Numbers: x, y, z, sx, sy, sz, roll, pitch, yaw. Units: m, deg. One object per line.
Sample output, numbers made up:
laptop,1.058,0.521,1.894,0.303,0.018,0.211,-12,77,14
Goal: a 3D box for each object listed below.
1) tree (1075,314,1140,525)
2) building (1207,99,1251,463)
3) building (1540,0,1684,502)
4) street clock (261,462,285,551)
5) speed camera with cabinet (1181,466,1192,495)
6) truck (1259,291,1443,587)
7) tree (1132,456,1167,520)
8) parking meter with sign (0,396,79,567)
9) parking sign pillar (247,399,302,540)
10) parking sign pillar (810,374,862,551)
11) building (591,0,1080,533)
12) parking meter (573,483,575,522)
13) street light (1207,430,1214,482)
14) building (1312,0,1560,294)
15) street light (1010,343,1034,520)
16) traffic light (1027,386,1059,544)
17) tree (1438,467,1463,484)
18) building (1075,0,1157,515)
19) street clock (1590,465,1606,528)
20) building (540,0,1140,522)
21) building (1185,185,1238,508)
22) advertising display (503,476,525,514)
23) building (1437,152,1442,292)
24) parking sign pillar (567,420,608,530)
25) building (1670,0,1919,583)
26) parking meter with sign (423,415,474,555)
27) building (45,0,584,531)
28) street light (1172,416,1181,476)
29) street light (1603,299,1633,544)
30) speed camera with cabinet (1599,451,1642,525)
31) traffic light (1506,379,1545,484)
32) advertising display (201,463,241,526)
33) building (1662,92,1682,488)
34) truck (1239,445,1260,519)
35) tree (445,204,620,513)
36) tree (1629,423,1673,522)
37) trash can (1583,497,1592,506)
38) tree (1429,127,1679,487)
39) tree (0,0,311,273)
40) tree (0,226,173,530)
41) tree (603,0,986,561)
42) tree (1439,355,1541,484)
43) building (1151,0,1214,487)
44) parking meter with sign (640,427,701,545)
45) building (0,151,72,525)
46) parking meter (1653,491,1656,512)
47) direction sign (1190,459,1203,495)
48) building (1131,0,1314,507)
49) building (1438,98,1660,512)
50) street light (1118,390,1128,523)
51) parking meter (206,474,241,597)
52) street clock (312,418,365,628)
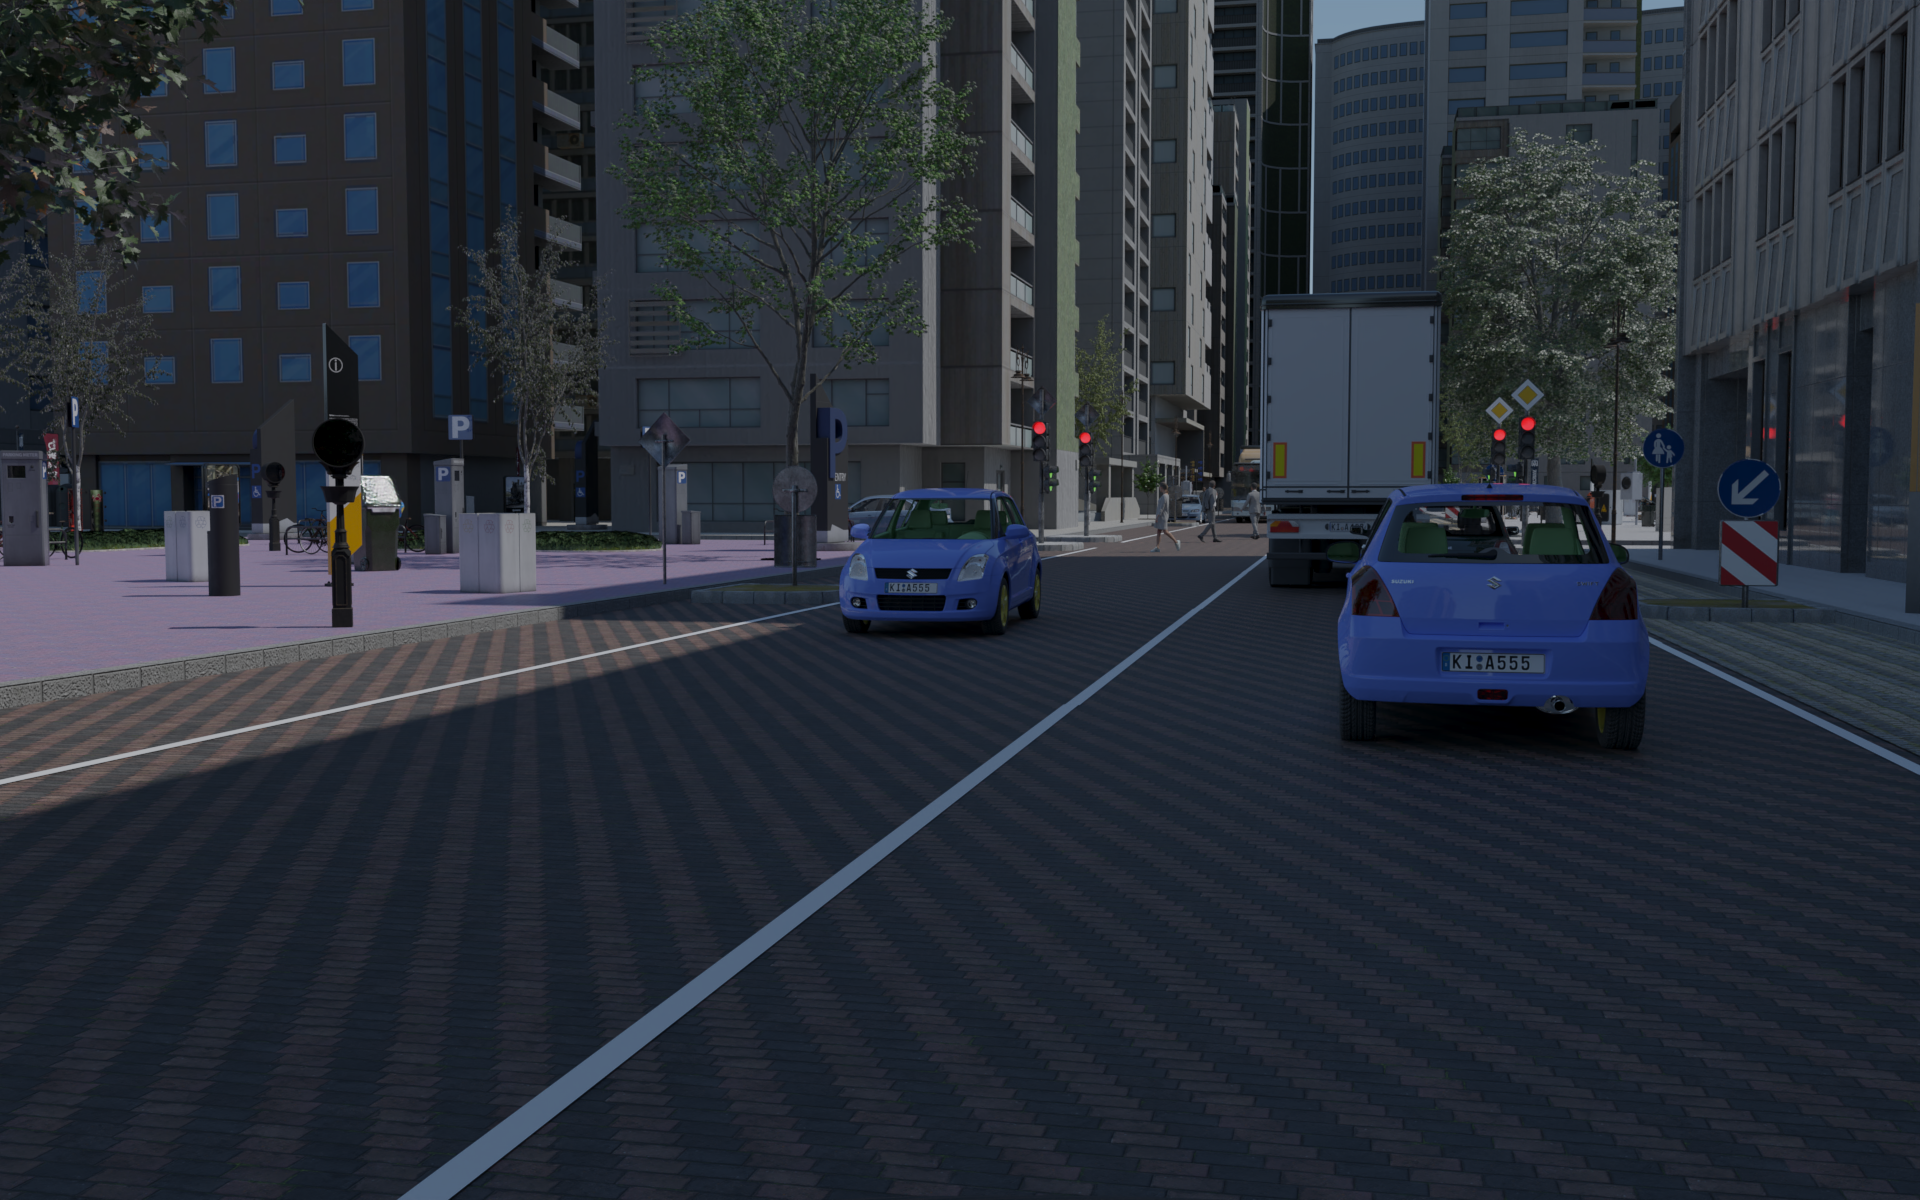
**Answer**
tree,5.360,-7.422,71.719,4.737,8.622,4.395,0,3,0
building,21.692,-30.088,175.533,14.154,41.232,14.086,1,4,13
building,85.707,-40.758,208.390,28.212,58.520,21.231,1,4,13
street clock,-15.435,-2.103,38.960,0.358,2.002,0.471,3,5,42
speed camera with cabinet,16.518,-7.752,121.078,2.038,3.252,0.660,1,4,22
truck,6.611,-2.491,29.641,2.839,4.237,11.283,1,4,12
tree,9.419,-5.666,87.239,1.663,3.219,1.824,0,3,0
parking meter with sign,-16.686,-2.116,30.864,1.738,3.016,0.543,-1,4,-16
parking sign pillar,-19.342,-3.688,48.776,1.447,3.967,1.447,1,4,22
parking sign pillar,-2.968,-3.114,39.389,1.447,3.967,1.447,1,4,17
building,-3.731,-23.092,61.156,14.154,41.232,14.086,1,4,13
parking meter,-17.628,-4.535,79.851,0.255,1.863,0.399,1,4,12
street light,18.096,-9.335,125.422,0.468,5.910,1.993,1,4,13
building,57.978,-41.111,214.157,28.212,58.520,21.231,1,4,13
street light,1.921,-4.928,53.361,0.468,5.910,1.993,1,4,13
traffic light,2.127,-3.423,44.882,0.839,4.253,0.868,1,4,13
tree,31.466,-7.160,111.667,1.663,3.219,1.824,0,3,0
building,4.463,-41.517,117.058,20.563,71.187,20.611,1,4,13
street clock,15.775,-2.342,42.858,0.358,2.002,0.471,0,4,-1
building,-7.464,-24.330,89.670,32.217,40.220,23.993,1,4,13
building,18.408,-23.882,162.176,14.160,30.474,14.107,1,4,13
advertising display,-15.628,-3.403,60.856,0.123,1.923,0.974,2,4,35
building,47.042,-22.831,144.984,14.160,30.474,14.107,1,4,13
parking sign pillar,-13.447,-4.519,62.364,1.447,3.967,1.447,0,4,8
building,20.432,-12.907,29.059,12.078,24.808,19.932,1,4,13
parking meter with sign,-11.050,-2.514,37.369,0.543,3.016,1.738,0,4,5
building,-24.234,-25.464,66.451,14.200,45.320,14.600,1,4,13
street light,12.602,-7.850,101.135,0.468,5.910,1.993,1,4,13
street light,15.587,-4.181,41.147,0.468,5.910,1.993,1,4,13
speed camera with cabinet,27.554,-4.775,72.400,0.660,3.252,2.038,-1,4,-22
traffic light,13.805,-3.265,42.299,0.839,4.253,0.868,1,4,13
advertising display,-15.496,-1.905,36.364,0.123,1.923,0.974,1,4,19
building,82.360,-32.449,180.659,14.200,45.320,14.600,1,4,13
truck,17.859,-6.915,101.970,2.839,4.237,11.283,1,4,13
tree,-11.090,-5.797,45.139,4.360,8.622,3.978,0,3,0
tree,32.684,-5.889,79.994,4.285,4.588,4.351,0,3,0
trash can,26.342,-3.771,73.307,0.748,1.137,0.748,0,3,0
tree,20.461,-9.343,59.421,9.857,13.997,8.962,0,3,0
tree,-8.275,-5.602,8.600,9.611,12.733,9.660,0,3,0
tree,-23.998,-5.923,47.197,4.360,8.622,3.978,0,3,0
tree,-3.117,-6.566,33.109,9.928,11.665,9.643,0,3,0
tree,25.931,-8.094,82.704,4.737,8.622,4.395,0,3,0
building,6.429,-33.833,142.405,28.713,52.752,27.495,1,4,13
parking meter with sign,-7.379,-2.945,44.409,1.738,3.016,0.543,3,4,36
building,-51.753,-32.710,76.810,28.212,58.520,21.231,1,4,13
parking meter,42.731,-5.985,106.270,0.372,1.533,0.369,0,3,0
direction sign,15.362,-7.382,112.697,0.876,3.537,0.379,-1,4,-14
building,33.663,-47.739,218.788,20.611,71.187,20.563,1,4,13
building,44.232,-21.987,131.182,14.160,30.474,14.107,1,4,13
street light,7.220,-6.382,77.133,0.468,5.910,1.993,1,4,13
parking meter,-9.282,-0.820,21.816,0.372,1.533,0.369,0,3,0
street clock,-5.959,-0.739,16.657,0.471,2.002,0.358,-1,4,-16
